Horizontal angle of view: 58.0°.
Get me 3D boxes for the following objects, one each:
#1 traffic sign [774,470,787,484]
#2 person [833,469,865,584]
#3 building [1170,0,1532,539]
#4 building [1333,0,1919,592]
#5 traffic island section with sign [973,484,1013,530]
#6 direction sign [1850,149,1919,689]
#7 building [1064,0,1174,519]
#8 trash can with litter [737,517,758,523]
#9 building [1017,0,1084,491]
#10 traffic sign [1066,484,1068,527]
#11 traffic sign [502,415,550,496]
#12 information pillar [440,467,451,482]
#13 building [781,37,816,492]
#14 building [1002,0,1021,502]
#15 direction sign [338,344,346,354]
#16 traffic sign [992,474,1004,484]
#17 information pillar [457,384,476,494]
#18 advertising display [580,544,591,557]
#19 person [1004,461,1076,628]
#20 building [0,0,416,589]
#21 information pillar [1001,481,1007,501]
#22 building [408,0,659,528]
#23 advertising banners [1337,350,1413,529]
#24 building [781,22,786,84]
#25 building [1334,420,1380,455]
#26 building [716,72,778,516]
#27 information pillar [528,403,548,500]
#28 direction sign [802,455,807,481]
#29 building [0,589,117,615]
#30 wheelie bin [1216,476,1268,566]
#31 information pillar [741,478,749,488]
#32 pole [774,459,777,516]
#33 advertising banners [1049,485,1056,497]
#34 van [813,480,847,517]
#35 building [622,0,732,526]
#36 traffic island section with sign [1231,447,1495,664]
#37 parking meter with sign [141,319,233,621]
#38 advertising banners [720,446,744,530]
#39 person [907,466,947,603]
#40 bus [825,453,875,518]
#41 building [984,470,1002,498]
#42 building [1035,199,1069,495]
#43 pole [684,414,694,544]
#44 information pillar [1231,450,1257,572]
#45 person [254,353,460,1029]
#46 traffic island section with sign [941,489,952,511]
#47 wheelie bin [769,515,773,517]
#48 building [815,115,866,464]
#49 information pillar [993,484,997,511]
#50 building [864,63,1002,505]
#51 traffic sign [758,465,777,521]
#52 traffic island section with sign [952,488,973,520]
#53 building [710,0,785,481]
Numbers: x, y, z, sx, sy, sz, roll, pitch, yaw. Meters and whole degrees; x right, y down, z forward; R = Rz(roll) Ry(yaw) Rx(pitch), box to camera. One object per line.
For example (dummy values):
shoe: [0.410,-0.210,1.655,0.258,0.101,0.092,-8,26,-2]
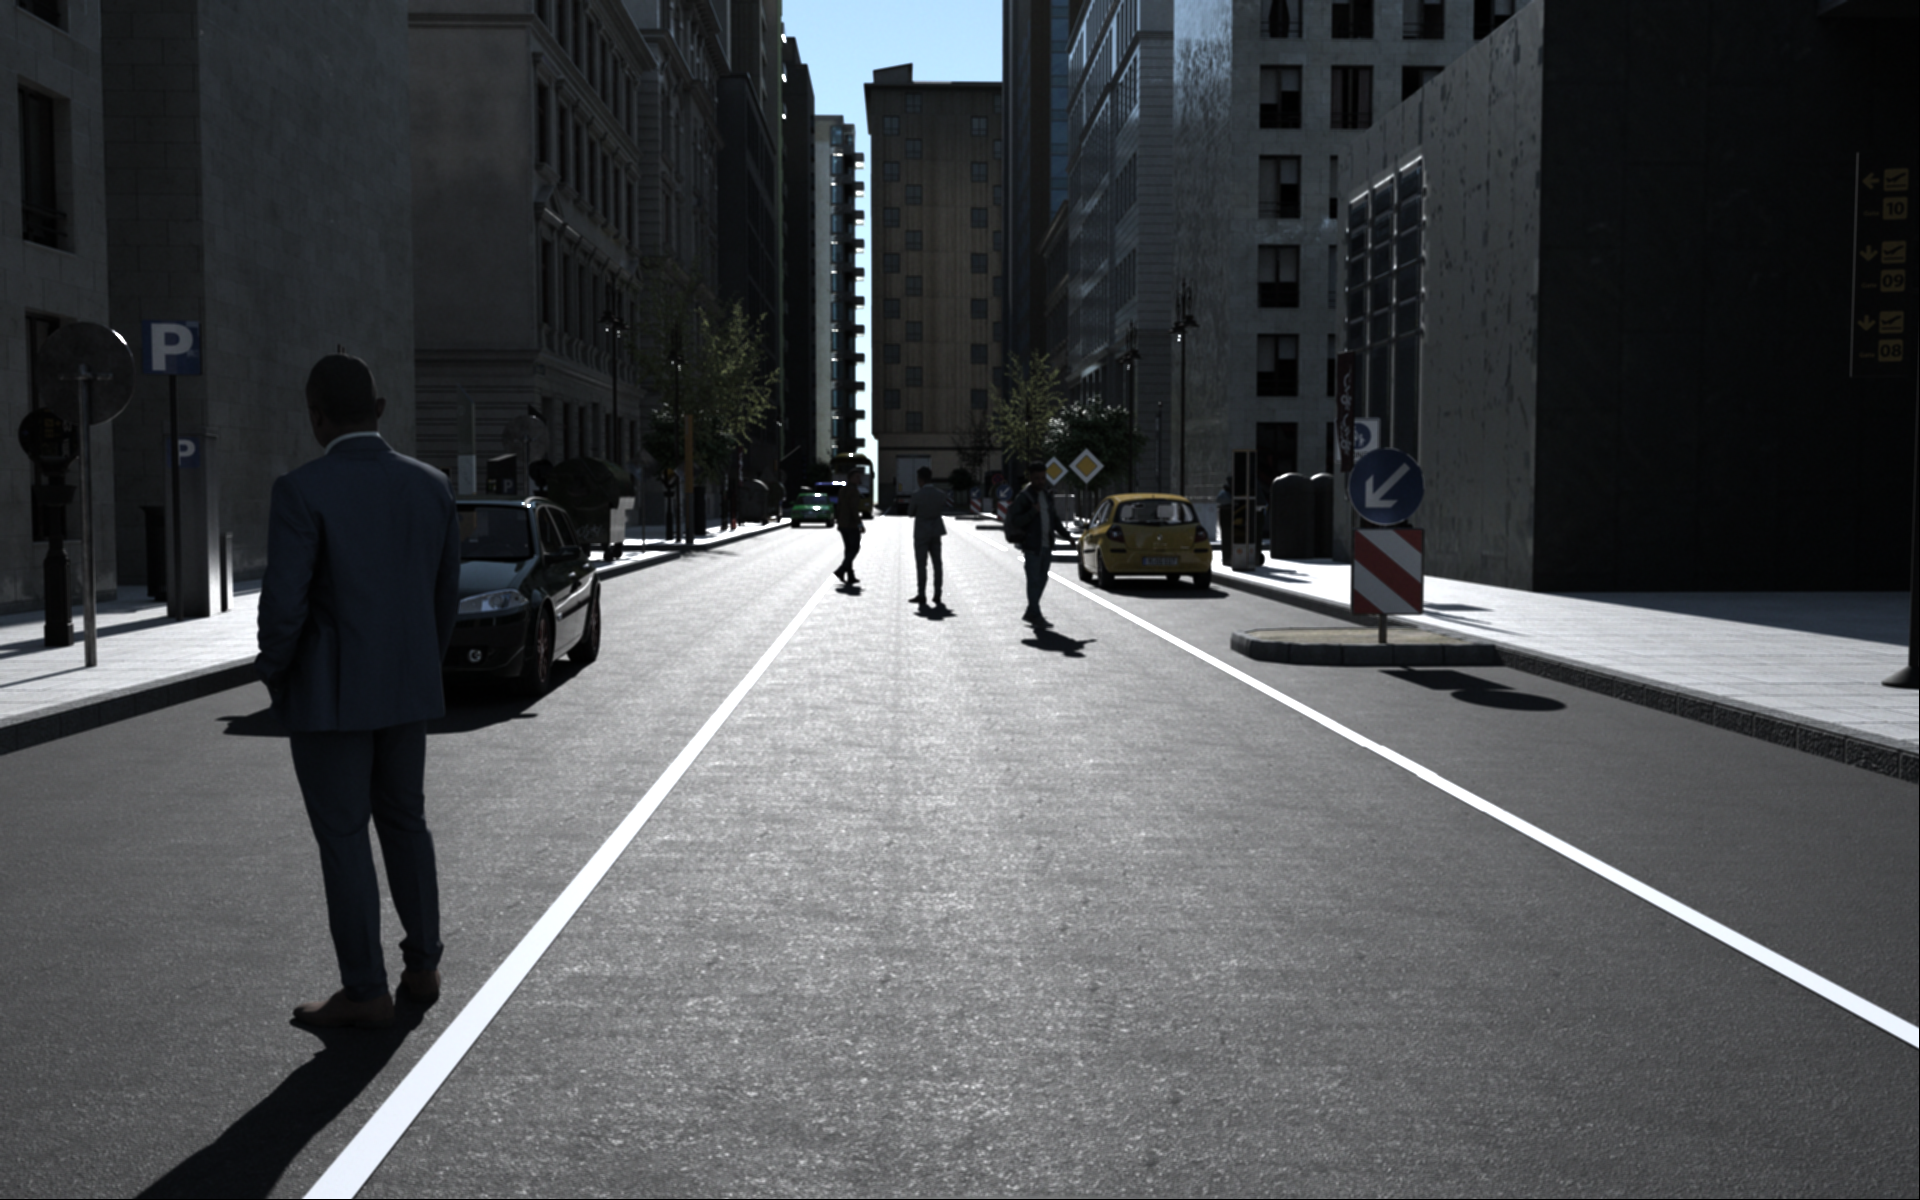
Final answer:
traffic sign: [-9.337,-5.475,89.624,0.768,2.556,0.104,0,4,7]
person: [-1.754,-1.180,27.706,0.656,1.842,0.836,2,4,26]
building: [15.797,-12.181,53.917,16.860,20.320,10.420,0,4,-2]
building: [18.796,-42.978,15.361,22.319,86.520,31.000,0,4,-2]
traffic island section with sign: [1.651,-3.764,70.175,1.989,1.847,2.006,0,4,-2]
direction sign: [6.364,-1.190,11.453,0.876,3.537,0.379,1,4,16]
building: [12.078,-18.780,84.553,11.434,29.767,29.804,0,4,-2]
trash can with litter: [-9.487,-4.020,77.119,1.055,1.170,0.624,1,4,9]
building: [11.883,-29.733,136.249,14.600,45.320,14.200,0,4,-2]
traffic sign: [4.114,-4.071,66.665,0.768,2.556,0.104,0,4,0]
traffic sign: [-7.000,-1.704,27.964,0.768,2.556,0.104,0,4,-1]
information pillar: [-14.158,-2.643,47.709,0.304,2.012,0.304,-1,4,-15]
building: [-26.187,-34.120,181.561,21.600,48.544,21.300,0,4,-2]
building: [14.303,-37.621,157.107,21.231,58.520,28.212,0,4,-2]
direction sign: [-9.481,-2.121,26.684,0.379,3.537,0.876,-1,4,-13]
traffic sign: [2.366,-6.577,107.638,0.768,2.556,0.104,0,4,3]
information pillar: [-10.528,-2.789,36.949,0.504,3.616,0.183,2,4,34]
advertising display: [-7.714,-1.850,35.458,0.123,1.923,0.974,-2,4,-26]
person: [0.823,-0.596,18.592,0.721,1.781,0.623,2,4,34]
building: [-19.098,-10.637,28.664,16.860,20.320,10.420,0,4,-2]
information pillar: [2.429,-5.560,95.401,0.304,2.012,0.304,0,4,3]
building: [-17.283,-13.554,57.763,11.583,22.565,21.152,0,4,-2]
advertising banners: [4.899,-1.494,20.620,0.090,3.025,2.074,-1,4,-11]
building: [-26.513,-32.380,149.020,23.786,49.044,30.456,0,4,-2]
building: [47.722,-34.264,183.924,21.600,48.544,21.300,0,4,-2]
building: [-18.974,-19.034,104.717,14.314,27.812,24.014,0,4,-2]
information pillar: [-10.916,-3.268,44.794,0.504,3.616,0.183,0,4,-7]
direction sign: [-9.222,-6.619,100.214,0.876,3.537,0.379,2,4,34]
building: [-15.096,-9.605,11.786,10.420,20.320,16.860,0,4,-2]
wheelie bin: [5.006,-1.410,30.963,0.980,1.594,0.693,-2,4,-25]
information pillar: [-9.892,-4.593,79.581,0.304,2.012,0.304,-1,4,-20]
pole: [-10.837,-6.606,101.846,0.158,3.312,0.155,0,3,0]
advertising banners: [3.661,-4.519,70.066,0.090,3.025,2.074,1,4,17]
van: [-6.652,-5.237,90.015,2.240,2.365,5.245,0,4,-1]
building: [-18.535,-17.906,80.153,14.401,28.519,23.554,0,4,-2]
traffic island section with sign: [3.508,-0.424,15.558,1.989,1.847,2.006,0,4,-2]
parking meter with sign: [-8.073,-1.345,18.245,0.543,3.016,1.738,-1,4,-12]
advertising banners: [-8.158,-4.035,62.165,0.090,3.025,2.074,1,4,17]
person: [-0.464,-0.877,23.016,0.511,1.800,0.466,-3,5,-42]
bus: [-6.699,-7.104,107.694,2.896,3.916,12.252,0,4,-2]
building: [13.298,-45.470,181.689,20.563,71.187,20.611,0,4,-2]
building: [11.375,-16.761,110.192,11.583,22.565,21.152,0,4,-2]
pole: [-6.955,-3.096,44.462,0.158,3.312,0.155,0,3,0]
information pillar: [4.720,-1.485,28.778,0.304,2.012,0.304,3,4,36]
person: [-1.605,0.243,4.702,0.419,1.800,0.721,2,4,27]
traffic island section with sign: [-0.976,-8.481,147.287,1.989,1.847,2.006,0,4,-2]
wheelie bin: [-10.982,-5.536,98.419,0.980,1.594,0.693,1,4,9]
building: [-27.143,-36.540,217.043,30.456,49.044,23.786,0,4,-2]
information pillar: [2.493,-7.100,120.573,0.304,2.012,0.304,2,4,29]
building: [1.857,-38.652,221.197,27.495,52.752,28.713,0,4,-2]
traffic sign: [-8.512,-4.680,76.526,0.884,2.594,0.081,0,4,2]
traffic island section with sign: [0.730,-5.412,97.115,1.989,1.847,2.006,0,4,-2]
building: [-20.388,-27.088,126.490,14.154,41.232,14.086,0,4,-2]
